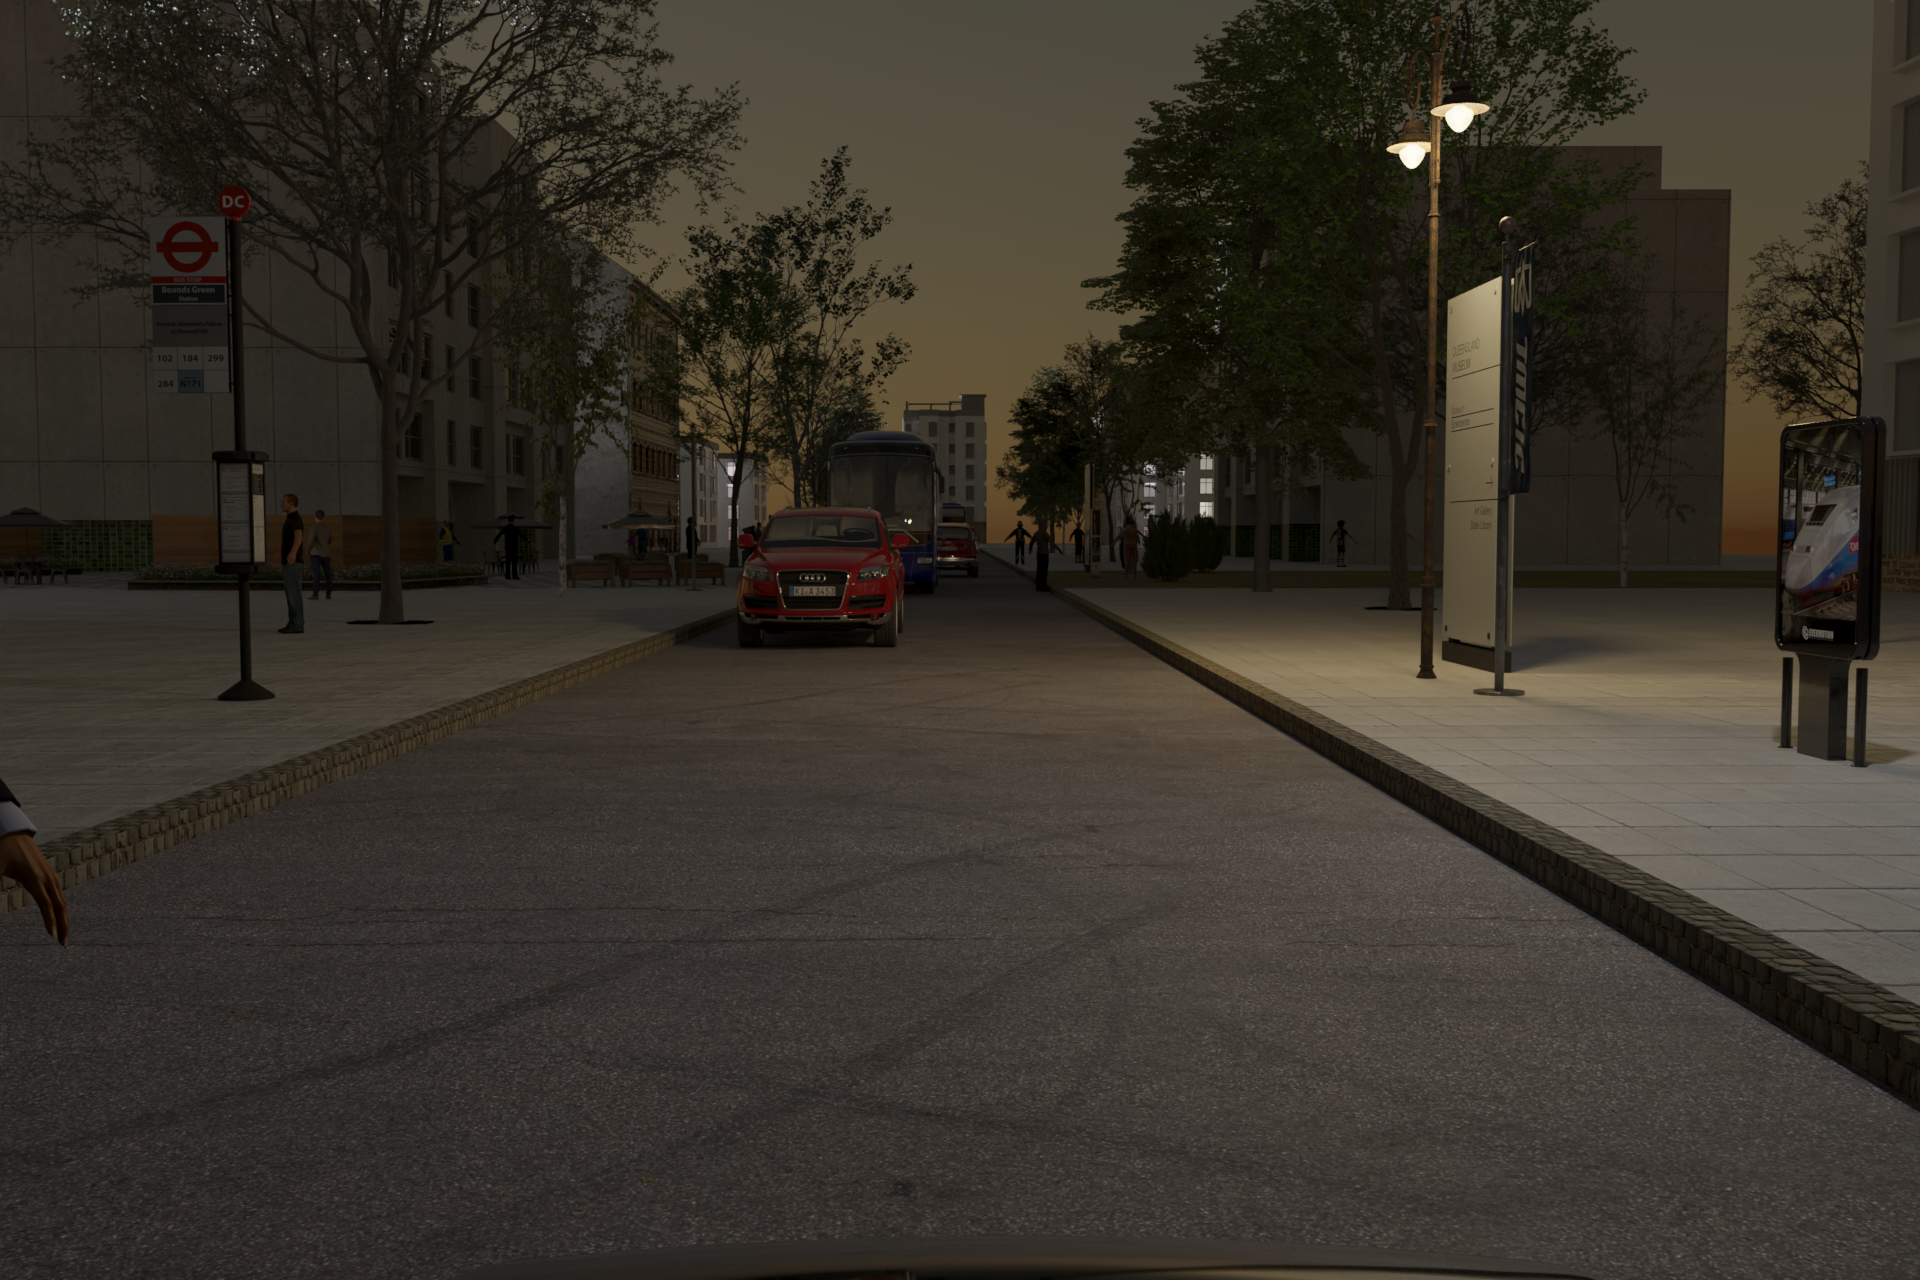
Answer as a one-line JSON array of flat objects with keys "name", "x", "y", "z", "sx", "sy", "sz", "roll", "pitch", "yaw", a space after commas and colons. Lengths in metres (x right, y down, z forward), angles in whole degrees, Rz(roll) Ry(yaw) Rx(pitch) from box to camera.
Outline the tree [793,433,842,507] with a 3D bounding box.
[{"name": "tree", "x": -9.365, "y": -10.358, "z": 119.719, "sx": 4.737, "sy": 8.622, "sz": 4.395, "roll": 0, "pitch": 3, "yaw": 0}]

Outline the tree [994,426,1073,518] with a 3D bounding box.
[{"name": "tree", "x": 6.291, "y": -12.016, "z": 130.880, "sx": 8.767, "sy": 10.594, "sz": 7.601, "roll": 1, "pitch": 4, "yaw": 19}]

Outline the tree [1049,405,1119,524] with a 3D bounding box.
[{"name": "tree", "x": 6.708, "y": -9.141, "z": 99.818, "sx": 4.360, "sy": 8.622, "sz": 3.978, "roll": 0, "pitch": 3, "yaw": 0}]

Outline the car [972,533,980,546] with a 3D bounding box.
[{"name": "car", "x": 0.402, "y": -6.700, "z": 119.131, "sx": 1.945, "sy": 1.707, "sz": 3.694, "roll": 0, "pitch": 4, "yaw": -1}]

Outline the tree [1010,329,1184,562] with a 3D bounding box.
[{"name": "tree", "x": 6.764, "y": -8.833, "z": 78.831, "sx": 8.767, "sy": 10.594, "sz": 7.601, "roll": -3, "pitch": 4, "yaw": -39}]

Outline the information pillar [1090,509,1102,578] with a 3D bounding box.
[{"name": "information pillar", "x": 3.961, "y": -2.814, "z": 50.503, "sx": 0.304, "sy": 2.012, "sz": 0.304, "roll": 0, "pitch": 4, "yaw": 0}]

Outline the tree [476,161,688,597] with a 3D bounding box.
[{"name": "tree", "x": -7.896, "y": -5.181, "z": 35.076, "sx": 4.737, "sy": 8.622, "sz": 4.395, "roll": 0, "pitch": 3, "yaw": 0}]

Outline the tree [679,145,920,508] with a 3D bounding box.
[{"name": "tree", "x": -7.919, "y": -14.072, "z": 85.965, "sx": 12.611, "sy": 20.169, "sz": 13.585, "roll": 0, "pitch": 3, "yaw": 0}]

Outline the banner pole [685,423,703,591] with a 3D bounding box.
[{"name": "banner pole", "x": -6.025, "y": -3.017, "z": 39.344, "sx": 0.401, "sy": 3.779, "sz": 0.863, "roll": 0, "pitch": 4, "yaw": -1}]

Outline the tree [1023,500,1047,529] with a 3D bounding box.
[{"name": "tree", "x": 10.884, "y": -17.605, "z": 238.196, "sx": 4.737, "sy": 8.622, "sz": 4.395, "roll": 0, "pitch": 3, "yaw": 0}]

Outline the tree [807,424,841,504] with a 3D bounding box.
[{"name": "tree", "x": -8.351, "y": -10.019, "z": 114.167, "sx": 4.737, "sy": 8.622, "sz": 4.395, "roll": 0, "pitch": 3, "yaw": 0}]

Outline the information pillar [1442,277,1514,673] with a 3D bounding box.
[{"name": "information pillar", "x": 4.994, "y": -1.552, "z": 16.692, "sx": 0.184, "sy": 3.620, "sz": 1.656, "roll": 0, "pitch": 4, "yaw": -1}]

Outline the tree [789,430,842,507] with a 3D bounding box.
[{"name": "tree", "x": -9.579, "y": -12.761, "z": 143.049, "sx": 8.767, "sy": 10.594, "sz": 7.601, "roll": -2, "pitch": 4, "yaw": -26}]

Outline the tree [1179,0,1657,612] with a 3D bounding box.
[{"name": "tree", "x": 7.527, "y": -6.318, "z": 29.054, "sx": 9.928, "sy": 11.665, "sz": 9.643, "roll": 0, "pitch": 3, "yaw": 0}]

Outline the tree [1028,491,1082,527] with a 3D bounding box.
[{"name": "tree", "x": 12.799, "y": -19.150, "z": 231.223, "sx": 7.486, "sy": 12.596, "sz": 7.792, "roll": 0, "pitch": 3, "yaw": 0}]

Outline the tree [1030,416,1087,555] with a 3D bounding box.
[{"name": "tree", "x": 6.499, "y": -9.650, "z": 108.138, "sx": 4.360, "sy": 8.622, "sz": 3.978, "roll": 0, "pitch": 3, "yaw": 0}]

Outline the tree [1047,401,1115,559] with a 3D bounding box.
[{"name": "tree", "x": 6.223, "y": -8.586, "z": 90.739, "sx": 4.737, "sy": 8.622, "sz": 4.395, "roll": 0, "pitch": 3, "yaw": 0}]

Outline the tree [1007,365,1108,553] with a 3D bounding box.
[{"name": "tree", "x": 6.581, "y": -12.144, "z": 116.684, "sx": 7.486, "sy": 12.596, "sz": 7.792, "roll": 0, "pitch": 3, "yaw": 0}]

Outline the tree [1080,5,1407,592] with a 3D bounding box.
[{"name": "tree", "x": 6.333, "y": -7.331, "z": 37.990, "sx": 7.486, "sy": 12.596, "sz": 7.792, "roll": 0, "pitch": 3, "yaw": 0}]

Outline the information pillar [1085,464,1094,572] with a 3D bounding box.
[{"name": "information pillar", "x": 4.378, "y": -4.115, "z": 58.599, "sx": 0.184, "sy": 3.620, "sz": 1.656, "roll": 0, "pitch": 4, "yaw": -1}]

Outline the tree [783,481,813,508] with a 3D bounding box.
[{"name": "tree", "x": -21.095, "y": -17.257, "z": 232.518, "sx": 4.360, "sy": 8.622, "sz": 3.978, "roll": 0, "pitch": 3, "yaw": 0}]

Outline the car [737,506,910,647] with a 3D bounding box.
[{"name": "car", "x": -1.811, "y": -0.912, "z": 23.589, "sx": 2.281, "sy": 1.827, "sz": 5.304, "roll": 0, "pitch": 4, "yaw": 0}]

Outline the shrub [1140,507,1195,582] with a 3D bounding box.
[{"name": "shrub", "x": 5.612, "y": -2.595, "z": 46.843, "sx": 1.690, "sy": 2.028, "sz": 1.600, "roll": 0, "pitch": 3, "yaw": 0}]

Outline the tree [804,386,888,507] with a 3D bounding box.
[{"name": "tree", "x": -8.255, "y": -13.052, "z": 131.534, "sx": 7.486, "sy": 12.596, "sz": 7.792, "roll": 0, "pitch": 3, "yaw": 0}]

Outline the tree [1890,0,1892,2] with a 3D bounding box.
[{"name": "tree", "x": 7.285, "y": -3.654, "z": 10.110, "sx": 4.737, "sy": 8.622, "sz": 4.395, "roll": 0, "pitch": 3, "yaw": 0}]

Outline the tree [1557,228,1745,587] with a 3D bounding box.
[{"name": "tree", "x": 16.213, "y": -5.625, "z": 42.326, "sx": 4.360, "sy": 8.622, "sz": 3.978, "roll": 0, "pitch": 3, "yaw": 0}]

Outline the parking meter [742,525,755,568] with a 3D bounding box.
[{"name": "parking meter", "x": -5.967, "y": -2.475, "z": 48.871, "sx": 0.372, "sy": 1.533, "sz": 0.369, "roll": 0, "pitch": 3, "yaw": 0}]

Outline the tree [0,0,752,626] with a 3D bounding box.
[{"name": "tree", "x": -8.098, "y": -6.978, "z": 24.465, "sx": 12.009, "sy": 13.543, "sz": 11.850, "roll": 0, "pitch": 3, "yaw": 0}]

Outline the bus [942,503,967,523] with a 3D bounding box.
[{"name": "bus", "x": -0.818, "y": -8.841, "z": 136.095, "sx": 2.896, "sy": 3.916, "sz": 12.251, "roll": 0, "pitch": 4, "yaw": 0}]

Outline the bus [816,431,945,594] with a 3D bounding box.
[{"name": "bus", "x": -1.784, "y": -3.258, "z": 44.821, "sx": 2.896, "sy": 3.916, "sz": 12.251, "roll": 0, "pitch": 3, "yaw": 0}]

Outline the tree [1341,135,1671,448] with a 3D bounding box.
[{"name": "tree", "x": 16.218, "y": -8.732, "z": 53.140, "sx": 12.009, "sy": 13.543, "sz": 11.850, "roll": 0, "pitch": 3, "yaw": 0}]

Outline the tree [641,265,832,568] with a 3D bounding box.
[{"name": "tree", "x": -8.519, "y": -8.585, "z": 66.121, "sx": 9.928, "sy": 11.665, "sz": 9.643, "roll": 0, "pitch": 3, "yaw": 0}]

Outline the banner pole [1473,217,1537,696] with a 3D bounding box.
[{"name": "banner pole", "x": 4.324, "y": -1.439, "z": 13.542, "sx": 0.401, "sy": 3.779, "sz": 0.863, "roll": 0, "pitch": 4, "yaw": -1}]

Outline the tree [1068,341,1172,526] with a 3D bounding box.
[{"name": "tree", "x": 6.236, "y": -7.033, "z": 65.347, "sx": 4.737, "sy": 8.622, "sz": 4.395, "roll": 0, "pitch": 3, "yaw": 0}]

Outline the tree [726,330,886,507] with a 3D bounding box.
[{"name": "tree", "x": -8.926, "y": -11.885, "z": 104.693, "sx": 12.009, "sy": 13.543, "sz": 11.850, "roll": 0, "pitch": 3, "yaw": 0}]

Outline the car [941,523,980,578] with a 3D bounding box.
[{"name": "car", "x": -0.428, "y": -3.051, "z": 58.552, "sx": 2.281, "sy": 1.827, "sz": 5.304, "roll": 0, "pitch": 4, "yaw": -1}]

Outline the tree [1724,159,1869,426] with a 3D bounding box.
[{"name": "tree", "x": 29.103, "y": -8.850, "z": 55.073, "sx": 12.009, "sy": 13.543, "sz": 11.850, "roll": 0, "pitch": 3, "yaw": 0}]
